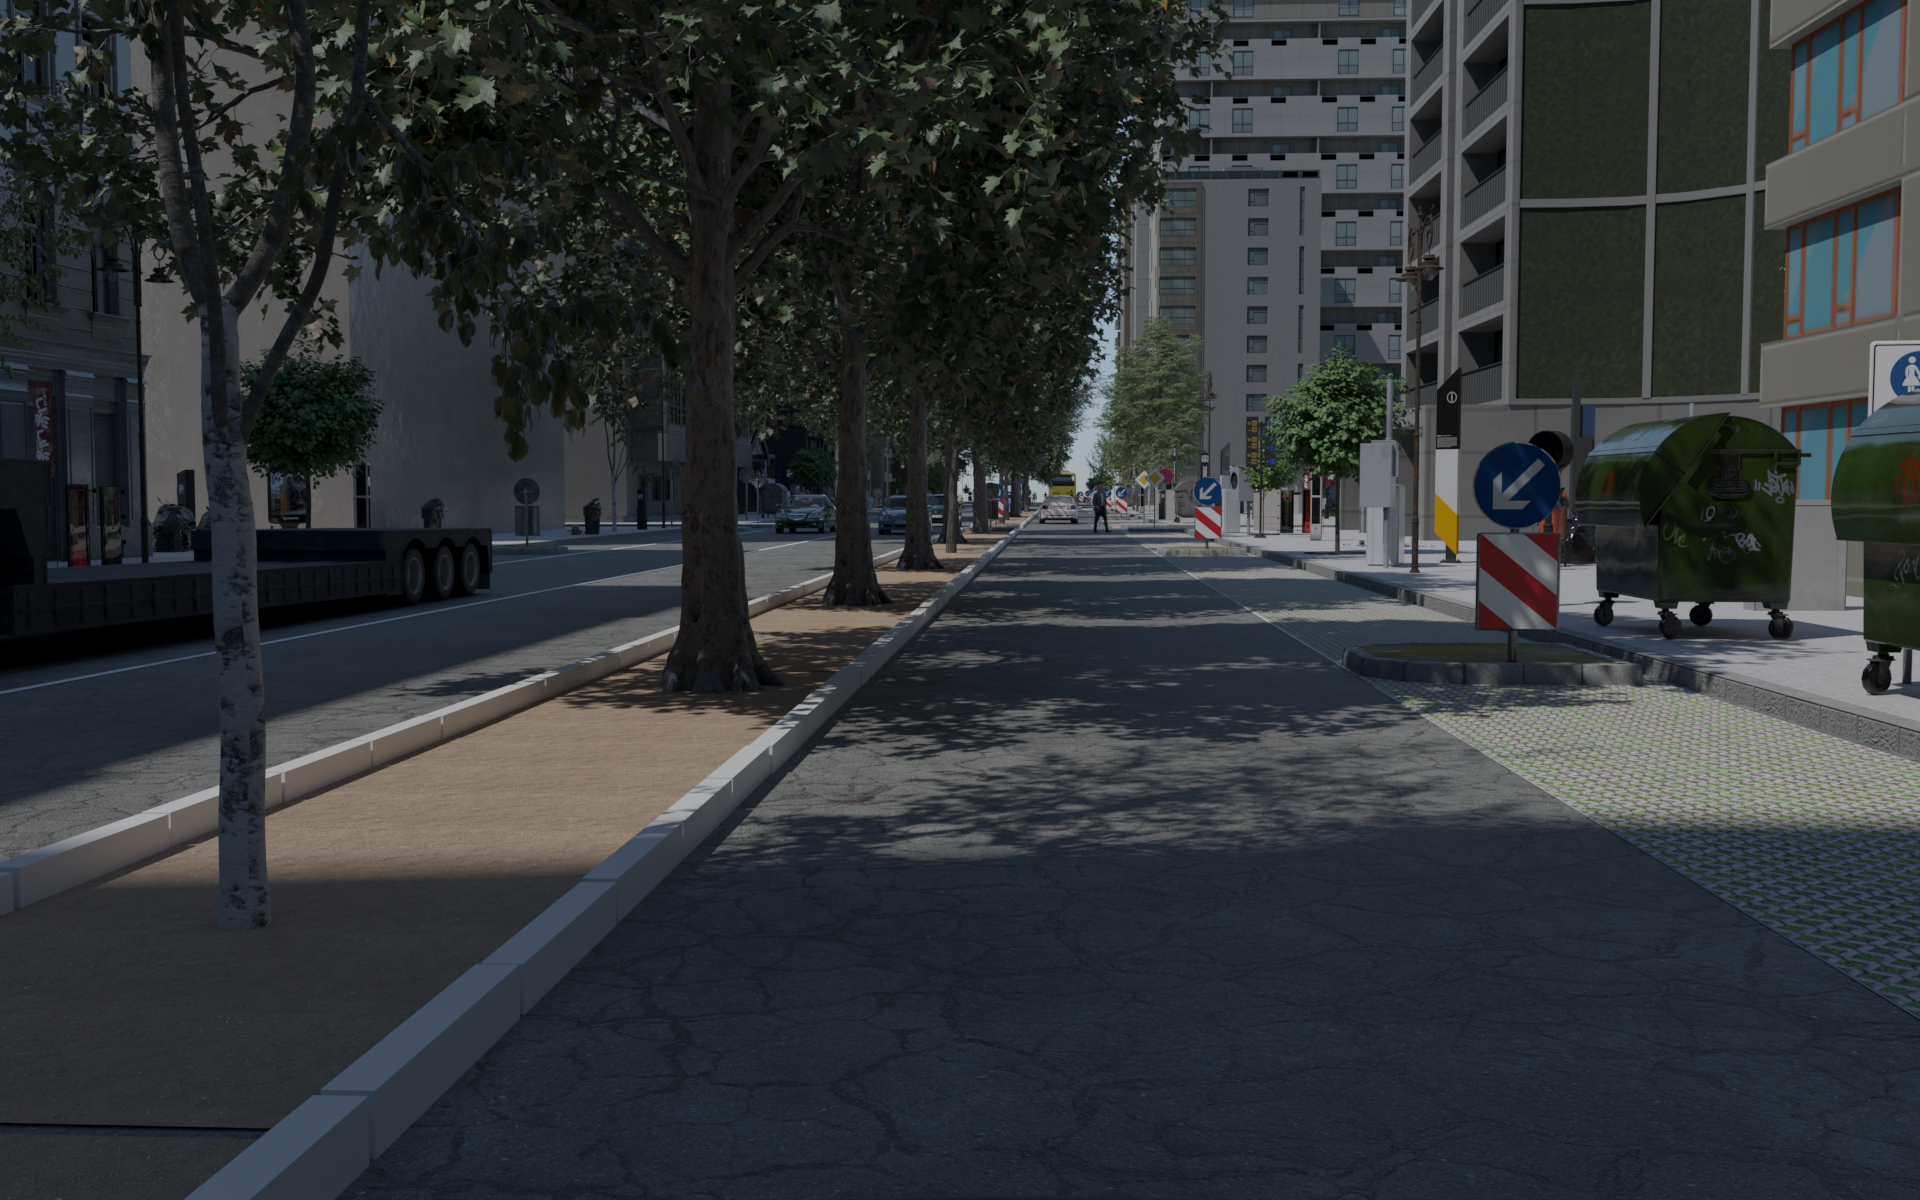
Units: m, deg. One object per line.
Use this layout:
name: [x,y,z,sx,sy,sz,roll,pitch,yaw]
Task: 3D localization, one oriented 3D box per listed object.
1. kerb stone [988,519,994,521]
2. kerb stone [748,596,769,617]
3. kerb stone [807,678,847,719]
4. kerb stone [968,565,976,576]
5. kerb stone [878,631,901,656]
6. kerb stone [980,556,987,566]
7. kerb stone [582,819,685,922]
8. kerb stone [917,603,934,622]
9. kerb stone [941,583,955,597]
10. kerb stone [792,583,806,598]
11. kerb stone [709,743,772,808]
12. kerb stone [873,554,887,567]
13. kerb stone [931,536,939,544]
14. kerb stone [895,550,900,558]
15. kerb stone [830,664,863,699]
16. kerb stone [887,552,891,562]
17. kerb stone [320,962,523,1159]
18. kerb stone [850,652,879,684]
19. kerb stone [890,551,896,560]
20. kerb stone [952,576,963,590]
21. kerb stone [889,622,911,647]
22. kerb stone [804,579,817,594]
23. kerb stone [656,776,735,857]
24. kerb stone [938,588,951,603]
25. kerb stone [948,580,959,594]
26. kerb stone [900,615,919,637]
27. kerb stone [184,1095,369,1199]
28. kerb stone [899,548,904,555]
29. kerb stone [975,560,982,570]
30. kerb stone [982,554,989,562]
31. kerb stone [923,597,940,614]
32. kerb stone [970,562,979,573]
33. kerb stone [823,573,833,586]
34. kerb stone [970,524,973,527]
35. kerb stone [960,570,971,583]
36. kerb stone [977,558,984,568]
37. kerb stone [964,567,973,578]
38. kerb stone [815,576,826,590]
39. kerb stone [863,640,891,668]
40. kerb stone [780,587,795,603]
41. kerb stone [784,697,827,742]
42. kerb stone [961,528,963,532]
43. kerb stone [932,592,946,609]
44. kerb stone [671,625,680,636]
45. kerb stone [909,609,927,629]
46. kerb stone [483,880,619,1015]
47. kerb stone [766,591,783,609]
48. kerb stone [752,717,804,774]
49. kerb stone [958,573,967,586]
kerb stone: [1.793,-4.514,95.999,0.120,0.150,1.000,0,4,3]
kerb stone: [-2.460,0.086,20.783,0.120,0.150,1.000,0,4,3]
kerb stone: [-0.884,0.661,11.394,0.120,0.150,1.000,0,4,3]
kerb stone: [0.157,-0.468,29.848,0.120,0.150,1.000,0,4,3]
kerb stone: [-0.653,0.414,15.486,0.120,0.150,1.000,0,4,3]
kerb stone: [0.390,-0.719,33.950,0.120,0.150,1.000,0,4,3]
kerb stone: [-1.174,0.973,6.281,0.120,0.150,1.000,0,4,3]
kerb stone: [-0.418,0.164,19.579,0.120,0.150,1.000,0,4,3]
kerb stone: [-0.199,-0.091,23.685,0.120,0.150,1.000,0,4,3]
kerb stone: [-2.287,-0.101,23.850,0.120,0.150,1.000,0,4,3]
kerb stone: [-1.059,0.848,8.333,0.120,0.150,1.000,0,4,3]
kerb stone: [-1.641,-0.790,35.106,0.120,0.150,1.000,0,4,3]
kerb stone: [-0.727,-1.792,51.499,0.120,0.150,1.000,0,4,3]
kerb stone: [-1.480,-0.978,38.178,0.120,0.150,1.000,0,4,3]
kerb stone: [-0.829,0.598,12.419,0.120,0.150,1.000,0,4,3]
kerb stone: [-1.592,-0.852,36.127,0.120,0.150,1.000,0,4,3]
kerb stone: [-1.289,1.099,4.228,0.120,0.150,1.000,0,4,3]
kerb stone: [-0.764,0.541,13.440,0.120,0.150,1.000,0,4,3]
kerb stone: [-1.532,-0.915,37.152,0.120,0.150,1.000,0,4,3]
kerb stone: [-0.074,-0.214,25.731,0.120,0.150,1.000,0,4,3]
kerb stone: [-0.595,0.348,16.510,0.120,0.150,1.000,0,4,3]
kerb stone: [-2.223,-0.164,24.870,0.120,0.150,1.000,0,4,3]
kerb stone: [-1.115,0.911,7.305,0.120,0.150,1.000,0,4,3]
kerb stone: [-0.242,-0.028,22.654,0.120,0.150,1.000,0,4,3]
kerb stone: [-0.136,-0.153,24.707,0.120,0.150,1.000,0,4,3]
kerb stone: [-0.536,0.285,17.530,0.120,0.150,1.000,0,4,3]
kerb stone: [-1.348,1.162,3.197,0.120,0.150,1.000,0,4,3]
kerb stone: [-1.422,-1.040,39.203,0.120,0.150,1.000,0,4,3]
kerb stone: [0.269,-0.594,31.905,0.120,0.150,1.000,0,4,3]
kerb stone: [0.449,-0.775,34.971,0.120,0.150,1.000,0,4,3]
kerb stone: [-0.367,0.097,20.606,0.120,0.150,1.000,0,4,3]
kerb stone: [0.208,-0.531,30.880,0.120,0.150,1.000,0,4,3]
kerb stone: [-2.120,-0.287,26.913,0.120,0.150,1.000,0,4,3]
kerb stone: [0.640,-3.262,75.544,0.120,0.150,1.000,0,4,3]
kerb stone: [0.050,-0.338,27.792,0.120,0.150,1.000,0,4,3]
kerb stone: [0.331,-0.653,32.930,0.120,0.150,1.000,0,4,3]
kerb stone: [0.094,-0.404,28.828,0.120,0.150,1.000,0,4,3]
kerb stone: [-2.171,-0.226,25.892,0.120,0.150,1.000,0,4,3]
kerb stone: [-0.709,0.473,14.465,0.120,0.150,1.000,0,4,3]
kerb stone: [-2.343,-0.039,22.828,0.120,0.150,1.000,0,4,3]
kerb stone: [-0.938,0.728,10.374,0.120,0.150,1.000,0,4,3]
kerb stone: [0.033,-2.604,64.808,0.120,0.150,1.000,0,4,3]
kerb stone: [-0.301,0.036,21.631,0.120,0.150,1.000,0,4,3]
kerb stone: [-2.692,0.338,16.676,0.120,0.150,1.000,0,4,3]
kerb stone: [-0.481,0.229,18.559,0.120,0.150,1.000,0,4,3]
kerb stone: [-1.230,1.043,5.260,0.120,0.150,1.000,0,4,3]
kerb stone: [-2.400,0.024,21.804,0.120,0.150,1.000,0,4,3]
kerb stone: [-0.990,0.787,9.353,0.120,0.150,1.000,0,4,3]
kerb stone: [-0.017,-0.278,26.766,0.120,0.150,1.000,0,4,3]
